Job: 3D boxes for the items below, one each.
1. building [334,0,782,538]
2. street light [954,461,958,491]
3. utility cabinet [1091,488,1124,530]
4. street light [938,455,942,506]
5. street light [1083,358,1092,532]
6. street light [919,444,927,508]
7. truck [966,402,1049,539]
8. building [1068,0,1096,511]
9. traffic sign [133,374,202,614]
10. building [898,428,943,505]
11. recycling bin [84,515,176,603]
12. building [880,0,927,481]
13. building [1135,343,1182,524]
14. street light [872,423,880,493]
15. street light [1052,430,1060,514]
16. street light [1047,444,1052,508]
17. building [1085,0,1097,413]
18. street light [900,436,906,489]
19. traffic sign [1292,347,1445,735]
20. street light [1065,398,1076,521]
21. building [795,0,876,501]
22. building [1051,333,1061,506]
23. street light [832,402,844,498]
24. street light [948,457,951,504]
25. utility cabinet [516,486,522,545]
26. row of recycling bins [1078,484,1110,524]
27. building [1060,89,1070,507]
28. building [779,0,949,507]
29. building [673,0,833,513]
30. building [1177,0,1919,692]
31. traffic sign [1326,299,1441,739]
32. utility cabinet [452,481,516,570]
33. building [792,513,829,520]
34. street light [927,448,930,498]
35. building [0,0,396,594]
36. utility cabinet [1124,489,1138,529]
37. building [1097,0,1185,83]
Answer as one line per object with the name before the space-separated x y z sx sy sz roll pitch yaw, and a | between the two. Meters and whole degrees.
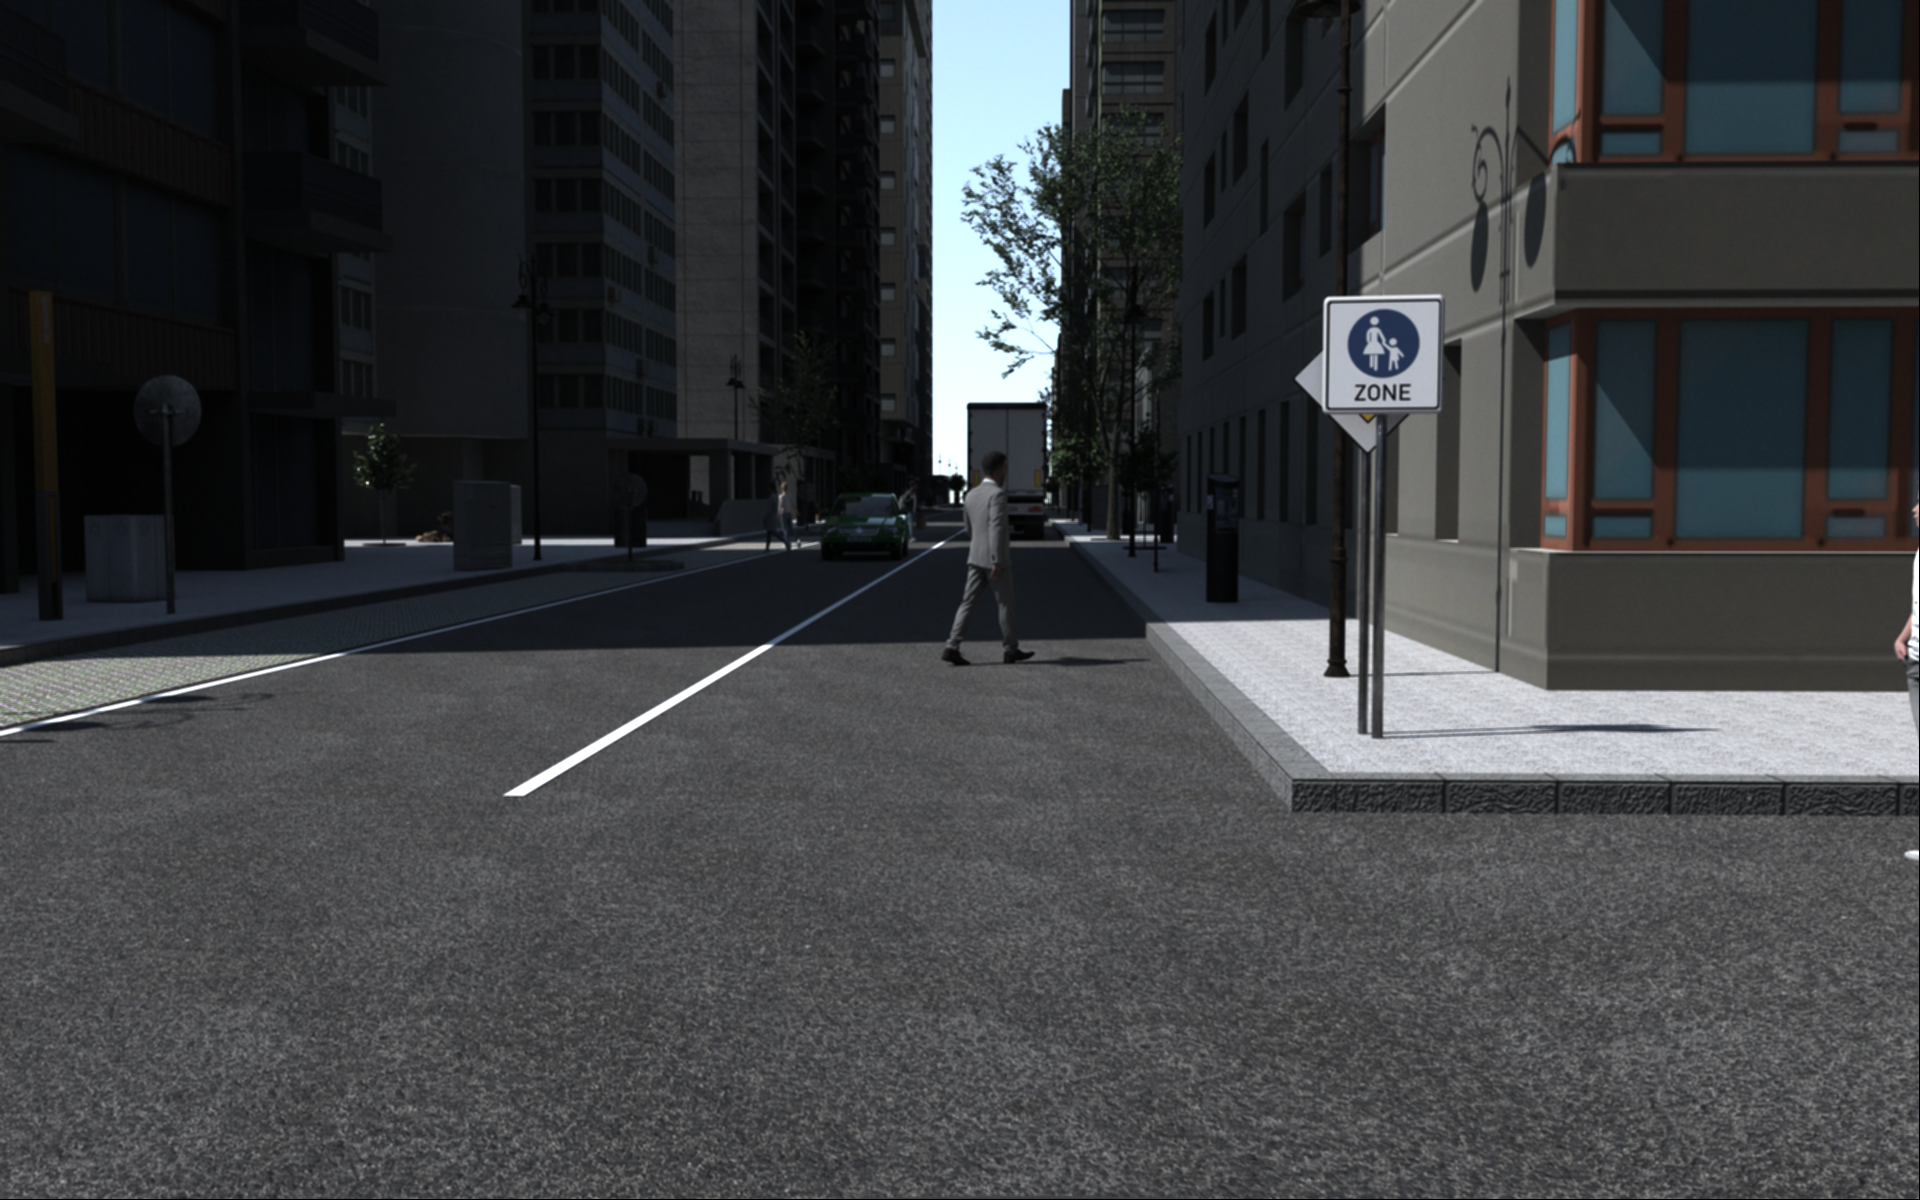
building | -23.062 -22.423 58.491 32.217 40.220 23.993 0 4 2
street light | -0.500 -16.356 240.213 0.468 5.910 1.993 0 4 2
utility cabinet | 5.189 -3.226 61.417 0.318 1.500 1.173 -3 5 -41
street light | -2.237 -13.509 193.654 0.468 5.910 1.993 0 4 2
street light | 4.394 -5.254 58.693 0.468 5.910 1.993 0 4 2
street light | -3.555 -11.294 157.446 0.468 5.910 1.993 0 4 2
truck | 1.649 -4.258 58.539 2.839 4.237 11.283 0 4 2
building | 19.589 -36.801 143.699 21.231 58.520 28.212 0 4 2
traffic sign | -8.451 -1.123 18.471 0.768 2.556 0.104 0 4 6
building | -18.531 -31.643 209.238 32.217 40.220 23.993 0 4 2
recycling bin | -9.951 -0.503 20.772 0.722 1.027 0.722 1 4 14
building | -18.426 -36.306 182.844 28.713 52.752 27.495 0 4 2
building | 19.130 -46.101 66.425 22.319 86.520 31.000 0 4 2
street light | -5.308 -8.441 110.799 0.468 5.910 1.993 0 4 2
street light | 6.486 -8.608 113.531 0.468 5.910 1.993 0 4 2
street light | 7.347 -10.026 136.715 0.468 5.910 1.993 0 4 2
building | 19.742 -30.280 114.683 23.786 49.044 30.456 0 4 2
street light | -4.418 -9.859 133.982 0.468 5.910 1.993 0 4 2
traffic sign | 2.150 -0.340 9.195 0.795 2.450 0.064 0 4 2
street light | 5.416 -6.735 82.906 0.468 5.910 1.993 0 4 2
building | -17.558 -28.468 120.083 22.147 44.769 28.867 0 4 2
building | 24.942 -21.696 199.768 27.650 21.520 28.899 0 4 2
street light | -6.162 -7.004 87.299 0.468 5.910 1.993 0 4 2
street light | -1.315 -14.927 216.836 0.468 5.910 1.993 0 4 2
utility cabinet | -11.300 -2.087 42.802 0.318 1.500 1.173 1 4 21
row of recycling bins | 5.974 -4.151 74.977 1.069 1.692 3.534 -1 4 -12
building | 17.354 -30.238 177.983 14.154 41.232 14.086 0 4 2
building | -11.872 -48.451 230.423 20.563 71.187 20.611 0 4 2
building | -15.022 -43.158 143.892 20.563 71.187 20.611 0 4 2
building | 18.787 -10.940 23.904 28.899 21.520 27.650 0 4 2
traffic sign | 2.192 -0.422 9.033 0.606 2.300 0.079 1 4 10
utility cabinet | -8.080 -1.265 29.355 0.318 1.500 1.173 1 4 23
building | -17.600 -40.121 94.223 20.563 71.187 20.611 0 4 2
street light | -3.107 -12.034 169.543 0.468 5.910 1.993 0 4 2
building | -21.726 -22.586 23.912 22.147 44.769 28.867 0 4 2
utility cabinet | 5.936 -3.364 63.688 1.173 1.500 0.318 2 4 27
building | 14.258 -25.006 92.450 14.154 41.232 14.086 0 4 2
